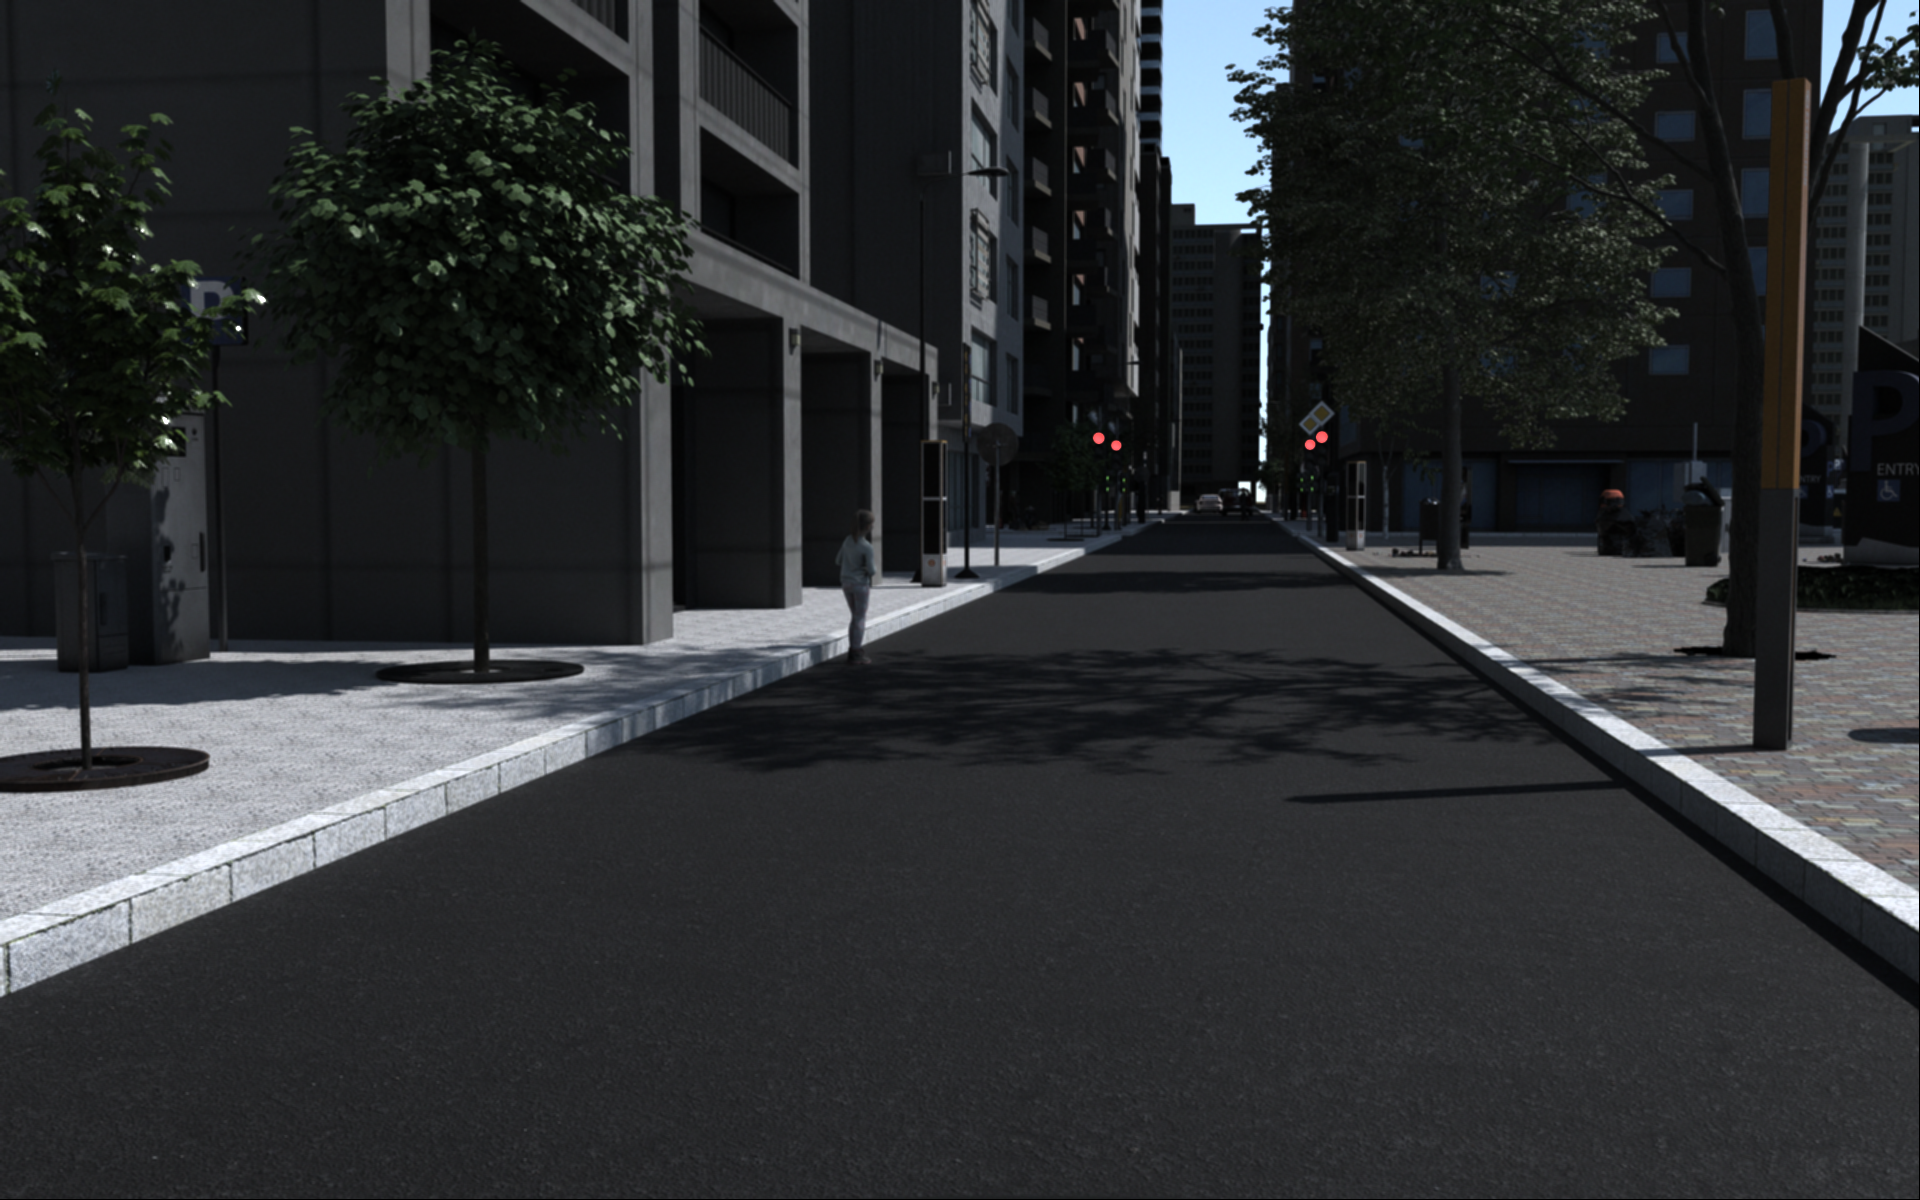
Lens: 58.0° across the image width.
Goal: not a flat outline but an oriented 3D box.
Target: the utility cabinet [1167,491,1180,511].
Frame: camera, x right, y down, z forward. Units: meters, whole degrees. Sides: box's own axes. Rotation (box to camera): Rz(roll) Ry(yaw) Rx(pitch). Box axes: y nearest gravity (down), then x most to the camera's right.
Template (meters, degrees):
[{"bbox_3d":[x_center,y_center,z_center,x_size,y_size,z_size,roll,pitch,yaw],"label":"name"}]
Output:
[{"bbox_3d":[15.696,-7.256,127.322,0.318,1.500,1.173,3,5,42],"label":"utility cabinet"}]

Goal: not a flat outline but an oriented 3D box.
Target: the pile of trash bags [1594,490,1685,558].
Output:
[{"bbox_3d":[14.293,-1.634,36.469,1.912,1.369,3.447,0,4,-4],"label":"pile of trash bags"}]

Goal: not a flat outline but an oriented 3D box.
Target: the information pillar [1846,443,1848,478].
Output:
[{"bbox_3d":[31.305,-4.240,60.675,0.183,3.616,0.504,-2,4,-26],"label":"information pillar"}]

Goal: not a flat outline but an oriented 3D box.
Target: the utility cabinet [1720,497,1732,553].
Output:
[{"bbox_3d":[16.440,-1.623,37.698,1.020,1.237,0.306,-1,4,-20],"label":"utility cabinet"}]

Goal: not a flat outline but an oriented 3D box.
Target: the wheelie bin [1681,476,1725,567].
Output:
[{"bbox_3d":[13.197,-1.399,30.787,0.693,1.594,0.980,2,4,28],"label":"wheelie bin"}]

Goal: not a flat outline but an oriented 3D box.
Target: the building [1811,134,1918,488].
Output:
[{"bbox_3d":[82.486,-30.084,183.753,23.993,40.220,32.217,1,4,9],"label":"building"}]

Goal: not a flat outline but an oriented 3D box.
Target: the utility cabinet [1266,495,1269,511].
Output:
[{"bbox_3d":[23.463,-7.328,130.982,0.306,1.237,1.020,-1,4,-9],"label":"utility cabinet"}]

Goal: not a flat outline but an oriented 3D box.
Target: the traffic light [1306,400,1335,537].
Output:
[{"bbox_3d":[10.815,-3.857,51.981,0.839,4.253,0.868,1,4,9],"label":"traffic light"}]

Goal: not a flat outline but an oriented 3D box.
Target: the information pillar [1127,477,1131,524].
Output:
[{"bbox_3d":[7.195,-4.304,74.868,0.304,2.012,0.304,1,4,23],"label":"information pillar"}]

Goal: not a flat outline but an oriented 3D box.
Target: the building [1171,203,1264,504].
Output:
[{"bbox_3d":[28.911,-33.203,234.747,23.993,40.220,32.217,1,4,9],"label":"building"}]

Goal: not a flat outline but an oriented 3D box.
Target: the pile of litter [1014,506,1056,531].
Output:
[{"bbox_3d":[2.644,-2.894,61.275,1.719,0.858,1.176,-1,4,-15],"label":"pile of litter"}]

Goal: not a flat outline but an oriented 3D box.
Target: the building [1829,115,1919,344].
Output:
[{"bbox_3d":[102.663,-30.939,189.447,14.086,41.232,14.154,1,4,9],"label":"building"}]

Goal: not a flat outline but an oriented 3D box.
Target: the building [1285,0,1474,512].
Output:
[{"bbox_3d":[35.374,-30.505,148.865,14.600,45.320,14.200,1,4,9],"label":"building"}]

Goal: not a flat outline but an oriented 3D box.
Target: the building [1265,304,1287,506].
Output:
[{"bbox_3d":[44.432,-19.892,170.277,27.650,21.520,28.899,1,4,9],"label":"building"}]

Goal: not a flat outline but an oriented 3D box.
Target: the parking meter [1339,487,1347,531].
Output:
[{"bbox_3d":[13.277,-3.144,59.811,0.372,1.533,0.369,0,3,0],"label":"parking meter"}]

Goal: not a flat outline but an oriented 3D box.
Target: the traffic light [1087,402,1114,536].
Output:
[{"bbox_3d":[4.282,-3.919,52.992,0.839,4.253,0.868,1,4,9],"label":"traffic light"}]

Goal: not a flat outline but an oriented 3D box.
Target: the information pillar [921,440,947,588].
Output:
[{"bbox_3d":[-0.358,-1.185,23.870,0.304,2.012,0.304,1,4,13],"label":"information pillar"}]

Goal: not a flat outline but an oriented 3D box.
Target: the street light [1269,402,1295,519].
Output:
[{"bbox_3d":[16.226,-7.012,87.193,1.470,5.913,1.316,1,4,9],"label":"street light"}]

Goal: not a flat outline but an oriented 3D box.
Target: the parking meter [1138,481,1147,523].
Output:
[{"bbox_3d":[7.947,-4.281,75.704,0.255,1.863,0.399,0,4,-5],"label":"parking meter"}]

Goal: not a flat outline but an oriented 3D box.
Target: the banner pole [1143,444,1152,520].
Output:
[{"bbox_3d":[9.248,-5.873,86.047,0.401,3.779,0.863,2,4,27],"label":"banner pole"}]

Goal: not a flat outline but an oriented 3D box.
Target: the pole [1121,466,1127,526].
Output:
[{"bbox_3d":[6.552,-4.604,69.118,0.158,3.312,0.155,0,3,0],"label":"pole"}]

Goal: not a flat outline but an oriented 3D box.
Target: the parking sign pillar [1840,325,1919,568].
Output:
[{"bbox_3d":[14.690,-2.369,27.200,1.447,3.967,1.447,-3,4,-38],"label":"parking sign pillar"}]

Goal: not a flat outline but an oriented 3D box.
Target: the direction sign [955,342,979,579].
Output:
[{"bbox_3d":[0.105,-2.103,26.374,0.379,3.537,0.876,0,4,6],"label":"direction sign"}]

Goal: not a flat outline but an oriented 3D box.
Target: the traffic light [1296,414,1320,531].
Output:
[{"bbox_3d":[12.060,-4.339,59.869,0.839,4.253,0.868,1,4,9],"label":"traffic light"}]

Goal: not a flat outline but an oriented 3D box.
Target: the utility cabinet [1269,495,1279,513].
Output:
[{"bbox_3d":[21.480,-6.529,117.912,0.306,1.237,1.020,1,4,20],"label":"utility cabinet"}]

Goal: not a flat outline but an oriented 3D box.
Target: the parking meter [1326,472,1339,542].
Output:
[{"bbox_3d":[9.962,-2.482,46.291,0.255,1.863,0.399,2,4,26],"label":"parking meter"}]

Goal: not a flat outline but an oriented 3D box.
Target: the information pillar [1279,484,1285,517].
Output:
[{"bbox_3d":[18.587,-5.787,99.109,0.304,2.012,0.304,-1,4,-11],"label":"information pillar"}]

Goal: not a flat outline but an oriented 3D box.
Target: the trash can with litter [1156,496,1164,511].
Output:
[{"bbox_3d":[15.202,-7.401,132.385,0.624,1.170,1.055,-1,4,-11],"label":"trash can with litter"}]

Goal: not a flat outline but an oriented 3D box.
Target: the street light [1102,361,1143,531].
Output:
[{"bbox_3d":[5.695,-5.395,60.744,1.470,5.913,1.316,1,4,9],"label":"street light"}]

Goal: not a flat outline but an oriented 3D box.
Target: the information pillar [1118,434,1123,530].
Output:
[{"bbox_3d":[5.700,-4.317,61.931,0.183,3.616,0.504,1,4,21],"label":"information pillar"}]

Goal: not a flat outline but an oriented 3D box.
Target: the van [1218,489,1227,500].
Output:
[{"bbox_3d":[22.015,-8.323,143.096,2.013,2.044,4.112,0,4,8],"label":"van"}]

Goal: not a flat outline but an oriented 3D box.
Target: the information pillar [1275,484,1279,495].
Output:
[{"bbox_3d":[22.585,-7.251,123.038,0.304,2.012,0.304,3,4,38],"label":"information pillar"}]

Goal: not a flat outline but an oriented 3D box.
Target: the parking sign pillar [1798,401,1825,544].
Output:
[{"bbox_3d":[21.981,-3.457,44.988,1.447,3.967,1.447,-2,4,-35],"label":"parking sign pillar"}]

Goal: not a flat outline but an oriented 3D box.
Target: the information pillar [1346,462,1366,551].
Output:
[{"bbox_3d":[8.975,-2.127,39.267,0.304,2.012,0.304,-3,5,-39],"label":"information pillar"}]

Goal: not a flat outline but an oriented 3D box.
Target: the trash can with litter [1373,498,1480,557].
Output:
[{"bbox_3d":[9.519,-1.515,35.825,1.678,1.210,2.233,-2,4,-27],"label":"trash can with litter"}]

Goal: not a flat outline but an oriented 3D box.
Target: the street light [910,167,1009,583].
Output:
[{"bbox_3d":[-0.006,-3.199,24.840,1.470,5.913,1.316,1,4,9],"label":"street light"}]

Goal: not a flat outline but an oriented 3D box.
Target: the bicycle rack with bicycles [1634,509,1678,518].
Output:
[{"bbox_3d":[16.566,-1.672,40.713,2.852,0.926,2.925,-1,4,-15],"label":"bicycle rack with bicycles"}]

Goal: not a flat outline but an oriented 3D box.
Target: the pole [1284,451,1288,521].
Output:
[{"bbox_3d":[15.523,-5.416,82.391,0.158,3.312,0.155,0,3,0],"label":"pole"}]

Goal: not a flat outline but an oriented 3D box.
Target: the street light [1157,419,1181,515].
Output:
[{"bbox_3d":[12.967,-8.251,107.437,1.470,5.913,1.316,1,4,9],"label":"street light"}]

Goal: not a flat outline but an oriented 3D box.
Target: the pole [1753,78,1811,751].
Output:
[{"bbox_3d":[4.113,-0.907,8.665,0.158,3.312,0.155,0,3,0],"label":"pole"}]

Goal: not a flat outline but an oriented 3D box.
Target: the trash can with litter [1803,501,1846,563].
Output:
[{"bbox_3d":[16.885,-1.332,32.840,1.678,1.210,2.233,1,4,15],"label":"trash can with litter"}]

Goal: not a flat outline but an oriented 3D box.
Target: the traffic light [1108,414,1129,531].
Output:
[{"bbox_3d":[5.526,-4.401,60.880,0.839,4.253,0.868,1,4,9],"label":"traffic light"}]
